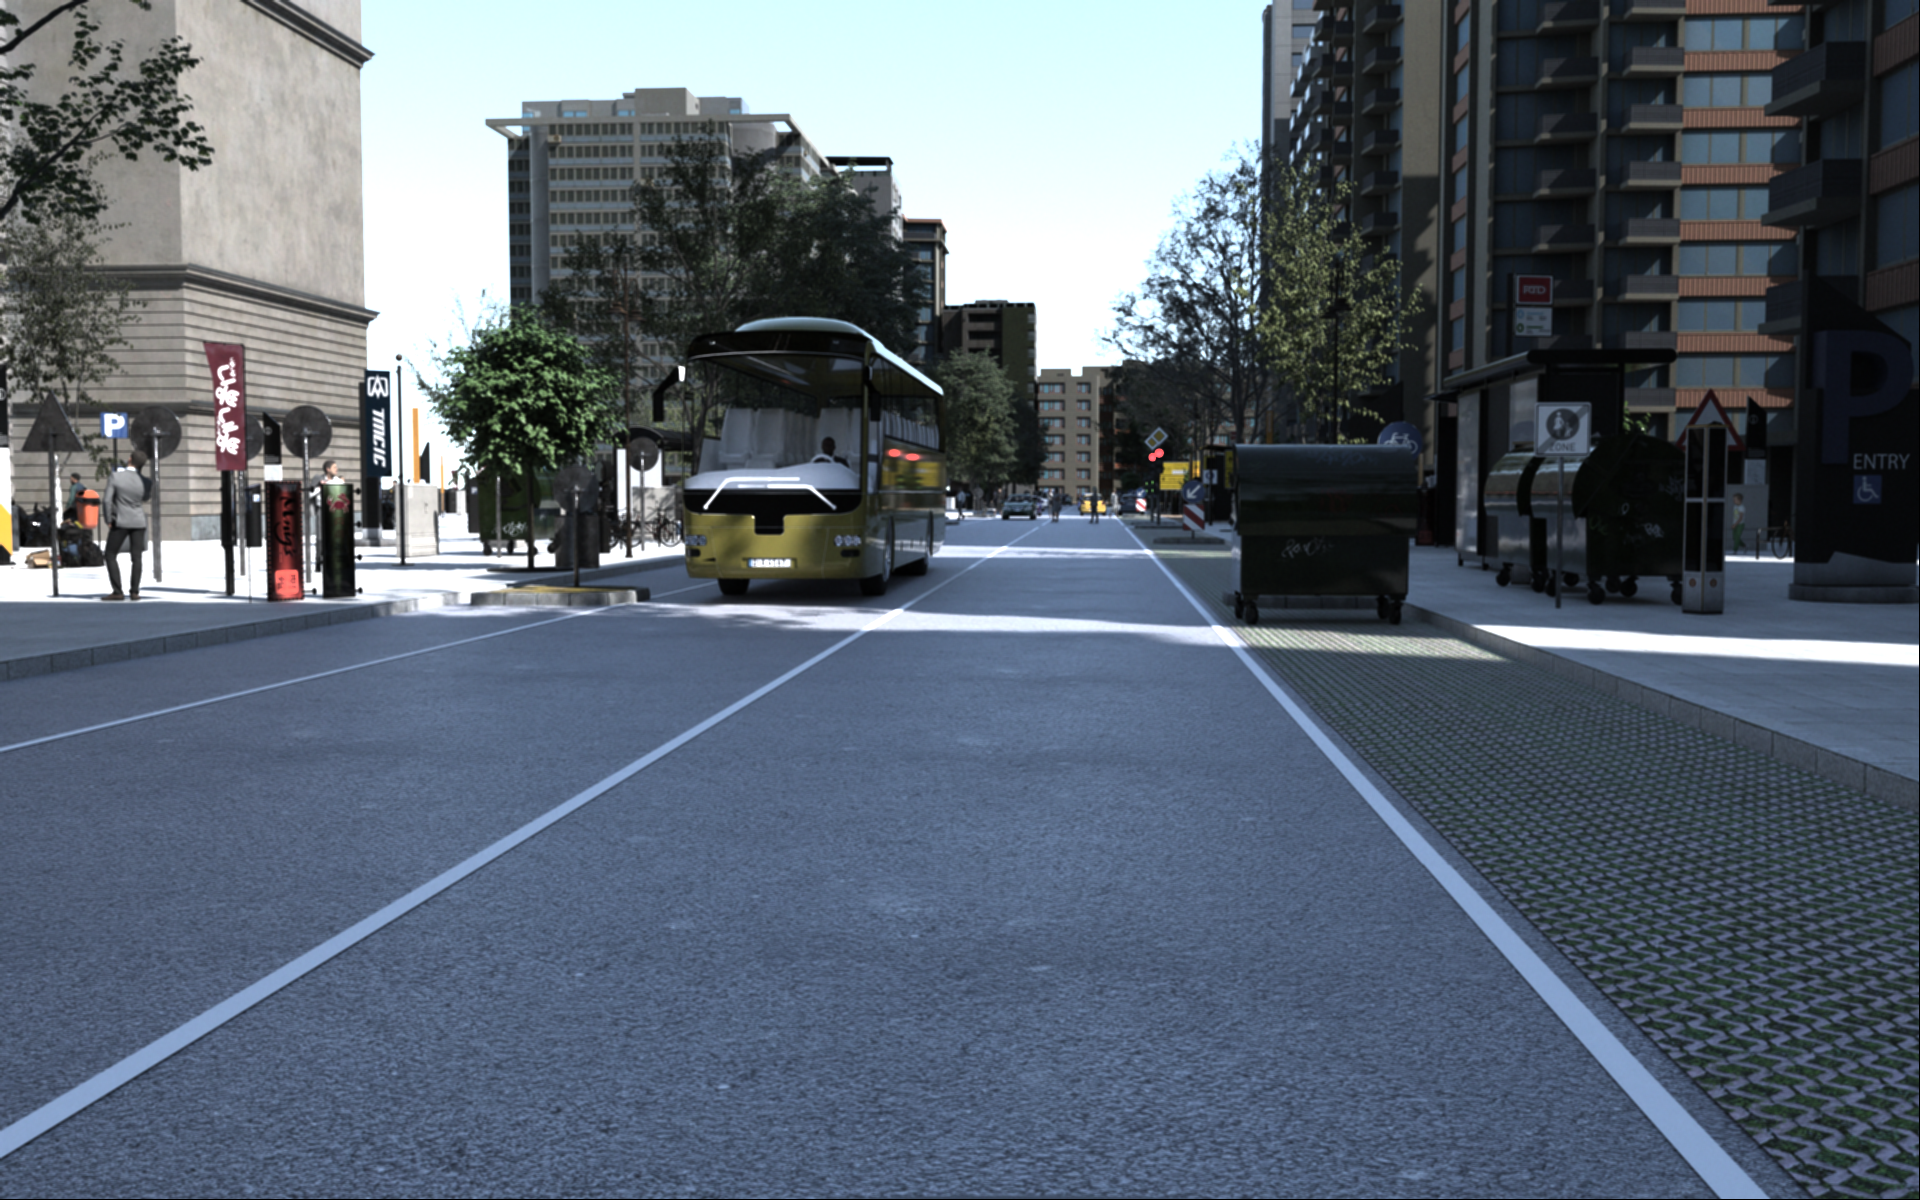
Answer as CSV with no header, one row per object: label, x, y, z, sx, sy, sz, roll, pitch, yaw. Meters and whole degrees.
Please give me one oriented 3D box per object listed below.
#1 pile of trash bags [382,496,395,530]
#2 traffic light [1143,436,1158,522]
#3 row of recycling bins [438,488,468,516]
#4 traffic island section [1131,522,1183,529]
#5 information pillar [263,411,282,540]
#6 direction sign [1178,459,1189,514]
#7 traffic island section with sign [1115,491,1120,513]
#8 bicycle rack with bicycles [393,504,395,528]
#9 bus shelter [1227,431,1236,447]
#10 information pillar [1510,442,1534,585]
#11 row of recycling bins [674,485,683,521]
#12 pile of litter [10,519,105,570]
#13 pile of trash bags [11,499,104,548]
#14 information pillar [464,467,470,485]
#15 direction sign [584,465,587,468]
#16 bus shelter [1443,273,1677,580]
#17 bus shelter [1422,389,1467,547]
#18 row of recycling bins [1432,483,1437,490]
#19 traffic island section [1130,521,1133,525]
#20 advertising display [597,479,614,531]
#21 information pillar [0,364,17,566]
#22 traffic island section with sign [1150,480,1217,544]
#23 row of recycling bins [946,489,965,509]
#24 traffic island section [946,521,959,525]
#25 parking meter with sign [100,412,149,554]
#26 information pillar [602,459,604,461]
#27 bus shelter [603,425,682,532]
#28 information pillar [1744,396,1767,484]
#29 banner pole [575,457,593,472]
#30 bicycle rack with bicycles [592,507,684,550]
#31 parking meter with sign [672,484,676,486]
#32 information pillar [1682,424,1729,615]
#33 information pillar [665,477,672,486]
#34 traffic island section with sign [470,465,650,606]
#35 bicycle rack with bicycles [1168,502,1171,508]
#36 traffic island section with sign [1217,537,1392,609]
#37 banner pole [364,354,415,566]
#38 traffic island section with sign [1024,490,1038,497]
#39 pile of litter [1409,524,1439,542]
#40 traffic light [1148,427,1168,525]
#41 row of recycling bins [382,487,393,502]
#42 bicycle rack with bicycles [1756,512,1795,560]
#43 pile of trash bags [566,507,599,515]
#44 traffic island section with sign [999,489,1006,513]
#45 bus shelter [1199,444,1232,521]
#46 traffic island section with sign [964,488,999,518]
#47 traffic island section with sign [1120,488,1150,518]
pile of trash bags,-20.750,-3.187,61.855,3.447,1.369,1.912,1,4,22
traffic light,8.873,-5.574,80.056,0.839,4.253,0.868,0,4,4
row of recycling bins,-33.997,-6.554,114.271,3.534,1.692,1.069,-2,4,-35
traffic island section,8.294,-3.054,72.205,2.009,0.180,2.903,0,4,4
information pillar,-19.372,-3.514,48.808,0.504,3.616,0.183,0,4,6
direction sign,15.154,-7.604,116.328,0.876,3.537,0.379,-2,4,-30
traffic island section with sign,13.010,-7.597,132.840,1.989,1.847,2.006,0,4,4
bicycle rack with bicycles,-22.247,-3.238,66.323,2.925,0.926,2.852,-2,4,-28
bus shelter,16.650,-7.986,108.197,2.179,5.291,8.768,0,4,4
information pillar,8.009,-1.226,24.541,0.304,2.012,0.304,3,4,37
row of recycling bins,-13.829,-4.712,84.157,1.069,1.692,3.534,-1,4,-14
pile of litter,-15.714,-0.992,30.185,1.176,0.858,1.719,3,5,40
pile of trash bags,-21.919,-1.979,42.115,3.447,1.369,1.912,2,4,35
information pillar,-43.359,-9.853,152.449,0.504,3.616,0.183,0,4,5
direction sign,-30.291,-9.164,141.823,0.876,3.537,0.379,-1,4,-15
bus shelter,9.573,-3.157,29.256,2.179,5.291,8.768,0,4,4
bus shelter,11.757,-2.901,38.711,1.731,3.624,6.357,0,4,4
row of recycling bins,16.338,-3.034,56.724,1.069,1.692,3.534,2,4,33
traffic island section,8.912,-3.540,80.167,2.009,0.180,2.903,0,4,4
advertising display,-12.251,-3.388,60.603,0.974,1.923,0.123,1,4,17
information pillar,-17.185,-2.422,30.960,0.183,3.616,0.504,1,4,10
traffic island section with sign,6.585,-2.529,49.975,1.989,1.847,2.006,0,4,4
row of recycling bins,-0.930,-8.879,152.281,1.069,1.692,3.534,3,5,44
traffic island section,-1.099,-3.588,80.945,2.009,0.180,2.903,0,4,4
parking meter with sign,-18.231,-2.547,37.899,0.543,3.016,1.738,-1,4,-11
information pillar,-23.731,-7.543,114.676,0.183,3.616,0.504,3,5,42
bus shelter,-9.349,-3.665,53.842,2.014,3.302,5.546,0,4,4
information pillar,18.967,-3.058,41.349,0.504,3.616,0.183,0,4,-4
banner pole,-13.084,-4.247,59.463,0.401,3.779,0.863,-3,4,-36
bicycle rack with bicycles,-8.456,-1.705,41.255,2.925,0.926,2.852,1,4,21
parking meter with sign,-22.377,-8.491,135.091,1.738,3.016,0.543,-2,4,-31
information pillar,7.951,-0.856,18.489,0.304,2.012,0.304,-1,4,-21
information pillar,-12.517,-4.264,74.208,0.304,2.012,0.304,0,4,4
traffic island section with sign,-5.245,-0.888,23.150,1.989,1.847,2.006,0,4,4
bicycle rack with bicycles,17.576,-7.500,136.004,2.925,0.926,2.852,0,4,-5
traffic island section with sign,4.438,-0.842,22.392,1.989,1.847,2.006,0,4,4
banner pole,-10.208,-2.502,30.923,0.863,3.779,0.401,-3,4,-39
traffic island section with sign,7.137,-10.657,182.873,1.989,1.847,2.006,0,4,4
pile of litter,12.913,-2.030,47.148,1.719,0.858,1.176,0,4,2
traffic light,8.255,-5.087,72.094,0.839,4.253,0.868,0,4,4
row of recycling bins,-46.477,-8.112,139.748,1.069,1.692,3.534,0,4,-3
bicycle rack with bicycles,17.073,-1.256,33.918,2.925,0.926,2.852,-3,5,-44
pile of trash bags,-14.438,-3.625,69.013,3.447,1.369,1.912,-3,5,-40
traffic island section with sign,3.279,-7.612,133.084,1.989,1.847,2.006,0,4,4
bus shelter,12.723,-5.712,84.671,1.731,3.624,6.357,0,4,4
traffic island section with sign,1.180,-5.964,106.137,1.989,1.847,2.006,0,4,4
traffic island section with sign,10.870,-5.912,105.286,1.989,1.847,2.006,0,4,4
